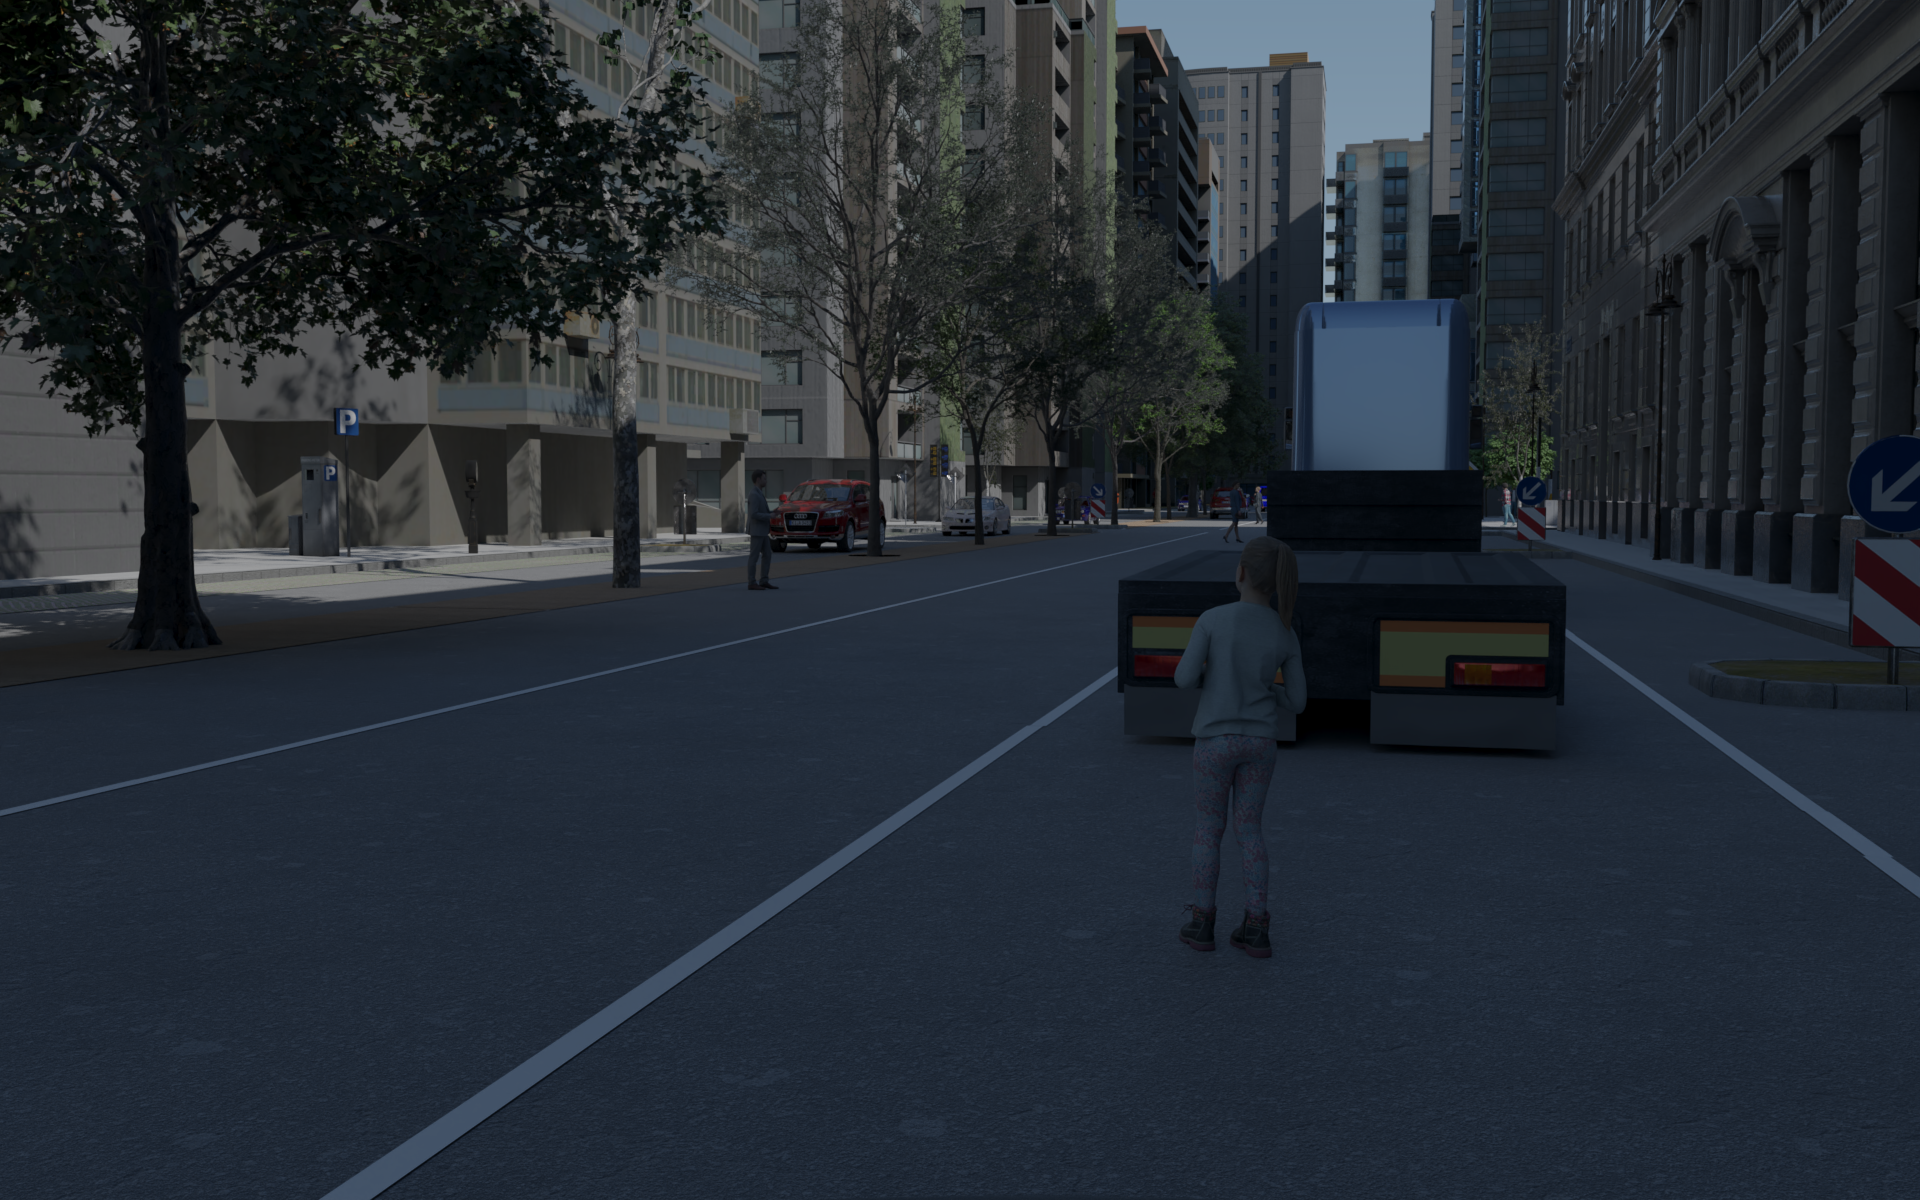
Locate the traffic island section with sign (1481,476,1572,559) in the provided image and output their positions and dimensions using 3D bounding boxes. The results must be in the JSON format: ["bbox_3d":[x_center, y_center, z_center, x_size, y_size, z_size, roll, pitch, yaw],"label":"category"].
[{"bbox_3d":[12.820,-1.884,39.423,1.989,1.847,2.006,1,4,13],"label":"traffic island section with sign"}]

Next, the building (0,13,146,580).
[{"bbox_3d":[-26.831,-29.025,16.558,21.231,58.520,28.212,1,4,13],"label":"building"}]

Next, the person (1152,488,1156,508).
[{"bbox_3d":[17.709,-9.243,157.101,0.705,1.831,1.348,2,4,29],"label":"person"}]

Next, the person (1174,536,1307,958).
[{"bbox_3d":[0.854,0.449,5.442,0.425,1.301,0.394,-2,4,-26],"label":"person"}]

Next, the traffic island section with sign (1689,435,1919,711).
[{"bbox_3d":[6.369,-0.229,12.377,1.989,1.847,2.006,1,4,13],"label":"traffic island section with sign"}]

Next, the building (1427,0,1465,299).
[{"bbox_3d":[64.358,-40.121,197.979,21.231,58.520,28.212,1,4,13],"label":"building"}]

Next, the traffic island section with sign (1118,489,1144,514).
[{"bbox_3d":[12.045,-7.020,123.407,1.989,1.847,2.006,1,4,13],"label":"traffic island section with sign"}]

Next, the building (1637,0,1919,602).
[{"bbox_3d":[16.649,-11.977,24.704,11.050,23.489,19.941,1,4,13],"label":"building"}]

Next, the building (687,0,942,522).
[{"bbox_3d":[-8.150,-24.297,80.857,14.154,41.232,14.086,1,4,13],"label":"building"}]

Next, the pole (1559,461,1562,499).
[{"bbox_3d":[33.161,-6.219,95.521,0.158,3.312,0.155,0,3,0],"label":"pole"}]

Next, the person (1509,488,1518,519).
[{"bbox_3d":[28.574,-5.091,89.268,0.794,1.824,0.713,1,4,23],"label":"person"}]

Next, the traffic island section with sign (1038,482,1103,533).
[{"bbox_3d":[4.075,-3.437,64.335,2.006,1.907,1.989,1,4,13],"label":"traffic island section with sign"}]

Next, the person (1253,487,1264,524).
[{"bbox_3d":[14.198,-4.480,82.176,0.534,1.772,0.576,1,4,13],"label":"person"}]

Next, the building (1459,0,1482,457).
[{"bbox_3d":[54.174,-51.500,154.693,22.319,86.520,31.000,1,4,13],"label":"building"}]

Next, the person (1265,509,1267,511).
[{"bbox_3d":[26.499,-8.622,149.990,0.721,1.766,1.217,0,4,7],"label":"person"}]

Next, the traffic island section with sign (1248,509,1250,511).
[{"bbox_3d":[23.216,-8.349,144.639,2.006,1.907,1.989,1,4,13],"label":"traffic island section with sign"}]

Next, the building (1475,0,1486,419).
[{"bbox_3d":[47.219,-42.142,127.279,20.563,71.187,20.611,1,4,13],"label":"building"}]

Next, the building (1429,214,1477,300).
[{"bbox_3d":[55.654,-24.923,179.192,14.160,30.474,14.107,1,4,13],"label":"building"}]

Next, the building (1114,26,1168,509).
[{"bbox_3d":[7.482,-31.087,162.903,22.147,44.769,28.867,1,4,13],"label":"building"}]

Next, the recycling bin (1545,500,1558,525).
[{"bbox_3d":[24.387,-3.578,71.046,0.722,1.027,0.722,1,4,23],"label":"recycling bin"}]

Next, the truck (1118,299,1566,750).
[{"bbox_3d":[4.401,-1.760,18.535,2.967,4.110,18.799,1,4,14],"label":"truck"}]

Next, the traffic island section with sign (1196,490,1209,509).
[{"bbox_3d":[23.690,-10.007,172.244,1.989,1.847,2.006,1,4,13],"label":"traffic island section with sign"}]

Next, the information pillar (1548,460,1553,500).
[{"bbox_3d":[32.900,-6.433,96.540,0.183,3.616,0.504,0,4,4],"label":"information pillar"}]

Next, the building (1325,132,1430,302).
[{"bbox_3d":[64.365,-37.418,231.400,30.456,49.044,23.786,1,4,13],"label":"building"}]

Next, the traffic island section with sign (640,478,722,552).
[{"bbox_3d":[-7.060,-2.116,43.227,1.989,1.847,2.006,1,4,13],"label":"traffic island section with sign"}]

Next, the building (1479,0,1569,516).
[{"bbox_3d":[38.694,-25.726,104.210,14.154,41.232,14.086,1,4,13],"label":"building"}]

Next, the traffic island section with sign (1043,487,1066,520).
[{"bbox_3d":[5.797,-5.416,97.183,1.989,1.847,2.006,1,4,13],"label":"traffic island section with sign"}]

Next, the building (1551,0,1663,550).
[{"bbox_3d":[23.370,-15.219,46.099,12.463,27.353,25.104,1,4,13],"label":"building"}]

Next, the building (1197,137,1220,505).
[{"bbox_3d":[24.304,-34.544,214.908,14.200,45.320,14.600,1,4,13],"label":"building"}]

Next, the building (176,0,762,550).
[{"bbox_3d":[-19.339,-22.092,53.083,23.993,40.220,32.217,1,4,13],"label":"building"}]

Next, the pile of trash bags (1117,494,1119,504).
[{"bbox_3d":[12.192,-8.296,145.384,1.912,1.369,3.447,-2,4,-34],"label":"pile of trash bags"}]

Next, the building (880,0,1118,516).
[{"bbox_3d":[3.259,-26.946,124.160,14.154,41.232,14.086,1,4,13],"label":"building"}]

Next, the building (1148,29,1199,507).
[{"bbox_3d":[13.901,-34.462,187.154,21.300,48.544,21.600,1,4,13],"label":"building"}]

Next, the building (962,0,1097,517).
[{"bbox_3d":[-0.033,-20.197,101.929,14.160,30.474,14.107,1,4,13],"label":"building"}]

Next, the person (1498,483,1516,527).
[{"bbox_3d":[21.571,-3.756,68.286,0.643,1.720,0.563,3,4,37],"label":"person"}]

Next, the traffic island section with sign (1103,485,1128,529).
[{"bbox_3d":[5.802,-3.878,71.538,2.006,1.907,1.989,1,4,13],"label":"traffic island section with sign"}]

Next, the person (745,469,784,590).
[{"bbox_3d":[-2.924,-1.051,25.877,0.583,1.804,0.606,0,4,-4],"label":"person"}]

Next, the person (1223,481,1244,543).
[{"bbox_3d":[8.057,-2.597,50.988,0.654,1.822,0.581,0,4,2],"label":"person"}]

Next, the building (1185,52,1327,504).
[{"bbox_3d":[35.342,-42.510,237.032,28.212,58.520,21.231,1,4,13],"label":"building"}]
